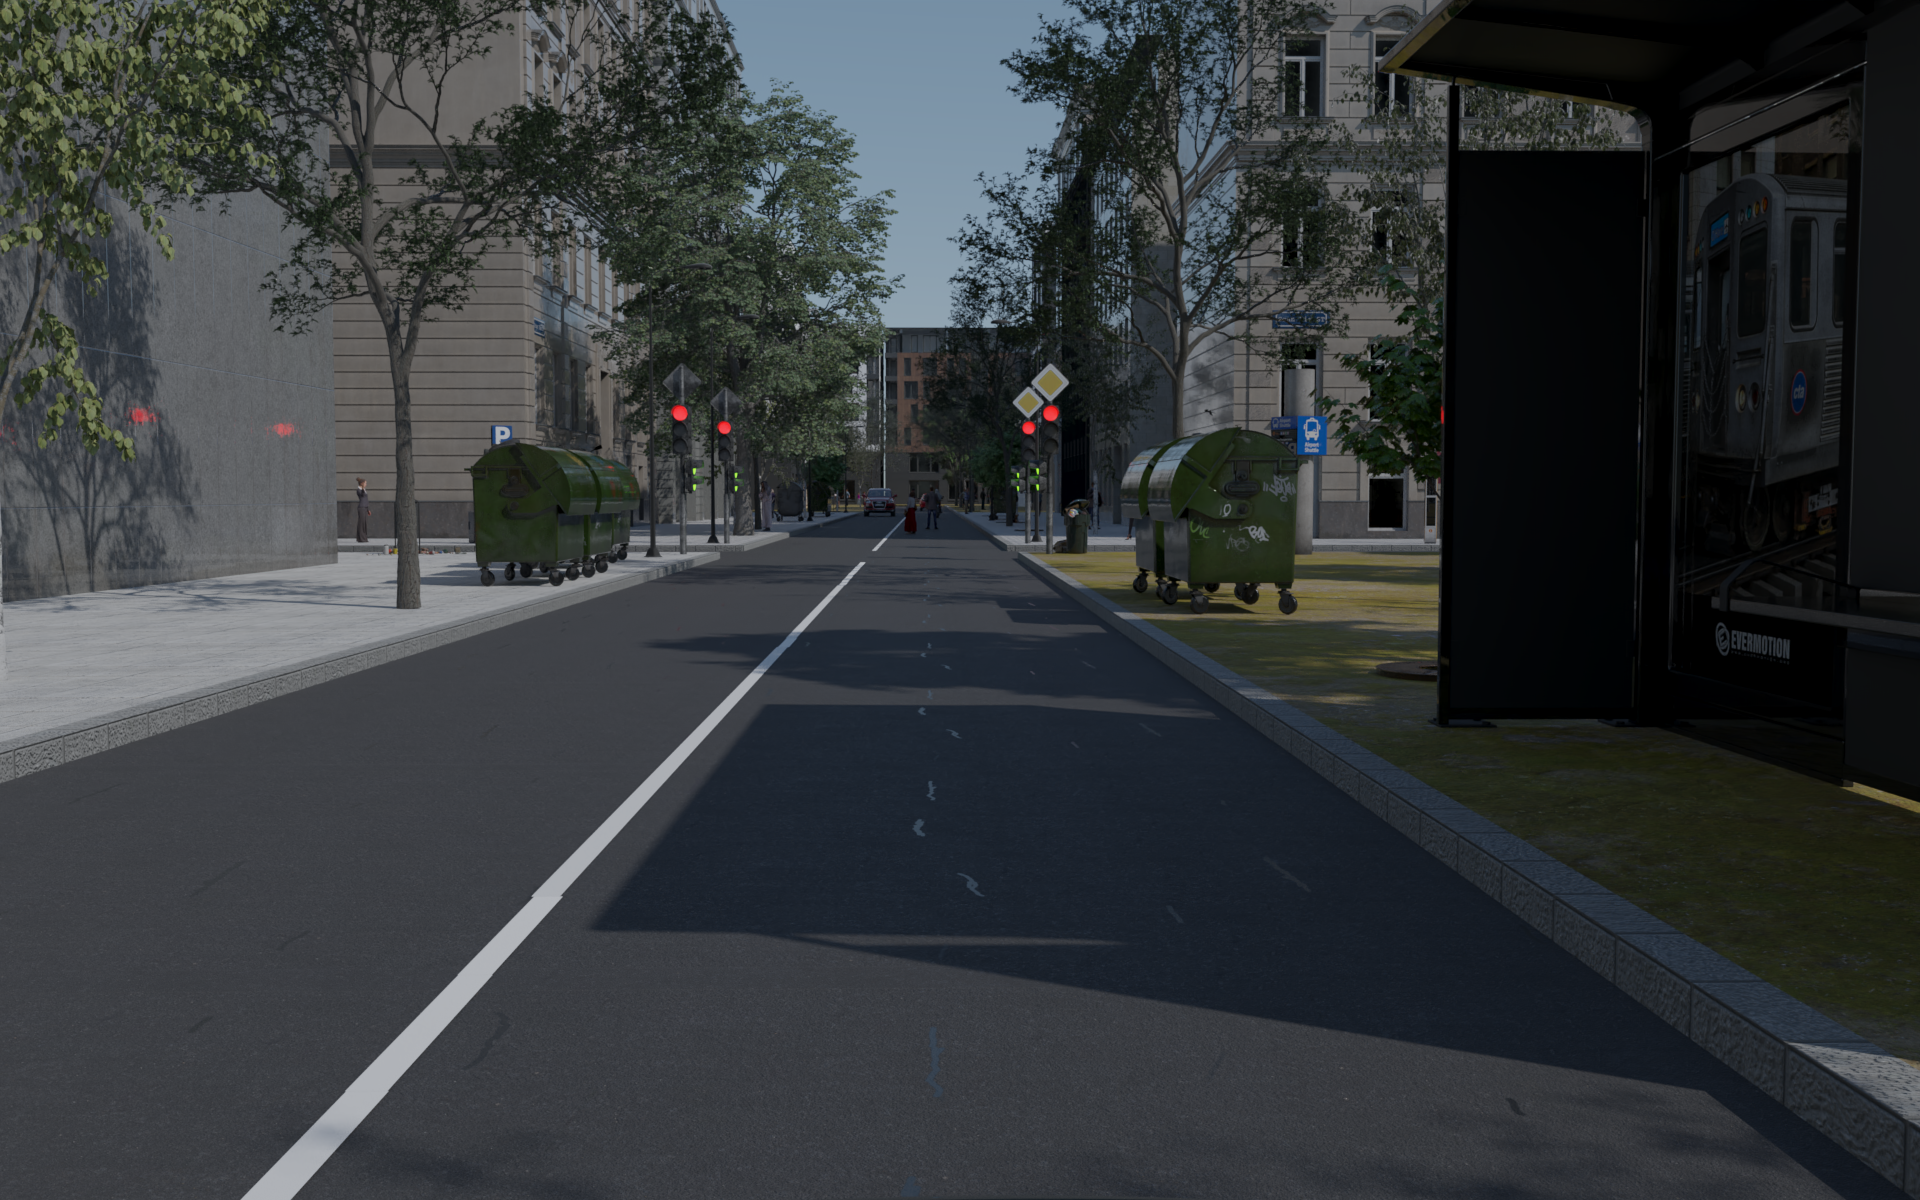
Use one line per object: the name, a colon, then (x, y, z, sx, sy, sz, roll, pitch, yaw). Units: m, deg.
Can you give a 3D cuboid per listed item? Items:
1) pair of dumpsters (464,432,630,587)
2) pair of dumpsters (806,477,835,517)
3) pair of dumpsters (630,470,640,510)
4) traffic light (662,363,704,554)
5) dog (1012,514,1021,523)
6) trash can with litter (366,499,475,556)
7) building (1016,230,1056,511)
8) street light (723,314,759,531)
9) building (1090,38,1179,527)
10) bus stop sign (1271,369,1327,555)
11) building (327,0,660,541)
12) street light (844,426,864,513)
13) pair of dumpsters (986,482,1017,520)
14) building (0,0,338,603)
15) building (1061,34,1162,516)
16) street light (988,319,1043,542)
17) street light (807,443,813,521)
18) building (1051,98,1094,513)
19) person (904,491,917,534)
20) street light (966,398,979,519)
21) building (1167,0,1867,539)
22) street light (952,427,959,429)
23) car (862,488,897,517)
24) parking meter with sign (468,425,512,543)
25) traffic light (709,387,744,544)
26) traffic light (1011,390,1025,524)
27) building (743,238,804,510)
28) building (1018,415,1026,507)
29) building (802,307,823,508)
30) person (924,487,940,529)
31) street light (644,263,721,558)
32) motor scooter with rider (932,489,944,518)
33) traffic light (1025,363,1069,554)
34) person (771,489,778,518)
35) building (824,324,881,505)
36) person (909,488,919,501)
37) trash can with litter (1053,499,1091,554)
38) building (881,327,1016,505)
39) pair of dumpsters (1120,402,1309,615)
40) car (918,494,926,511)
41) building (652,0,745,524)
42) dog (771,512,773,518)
pair of dumpsters: (-6.179, -1.436, 25.971, 1.574, 2.255, 4.436, 0, 4, -1)
pair of dumpsters: (-7.965, -5.851, 98.151, 1.574, 2.255, 4.436, 0, 4, -1)
pair of dumpsters: (-6.920, -1.773, 31.485, 1.574, 2.255, 4.436, 0, 4, -1)
traffic light: (-5.868, -2.904, 36.727, 0.839, 4.213, 0.868, 0, 4, -1)
dog: (2.412, -3.583, 76.312, 0.550, 0.427, 0.748, -1, 4, -15)
trash can with litter: (-11.400, -1.582, 36.921, 2.233, 1.210, 1.678, -1, 4, -8)
building: (19.797, -18.482, 146.156, 27.936, 21.610, 32.646, 0, 4, -1)
street light: (-5.884, -4.426, 44.911, 1.470, 5.913, 1.316, 0, 4, -1)
building: (11.675, -13.520, 75.797, 10.420, 20.320, 16.860, 0, 4, -1)
bus stop sign: (7.185, -2.920, 36.751, 0.837, 3.901, 0.837, -2, 4, -30)
building: (-18.277, -16.130, 60.997, 12.463, 27.353, 25.104, 0, 4, -1)
street light: (-7.227, -8.882, 117.769, 1.470, 5.913, 1.316, 0, 4, -1)
pair of dumpsters: (2.164, -5.206, 87.616, 1.574, 2.255, 4.436, 0, 4, -1)
building: (-21.328, -12.666, 25.106, 19.932, 24.808, 12.078, 0, 4, -1)
building: (12.157, -16.046, 92.032, 12.332, 23.373, 15.834, 0, 4, -1)
street light: (1.515, -4.506, 46.213, 1.470, 5.913, 1.316, 0, 4, -1)
street light: (-6.527, -6.654, 81.340, 1.470, 5.913, 1.316, 0, 4, -1)
building: (12.982, -19.812, 109.829, 13.634, 28.700, 20.117, 0, 4, -1)
person: (-1.772, -3.150, 62.463, 0.387, 1.526, 0.523, 3, 5, 41)
street light: (1.001, -6.773, 83.286, 1.470, 5.913, 1.316, 0, 4, -1)
building: (19.724, -15.725, 54.360, 25.104, 27.353, 12.463, 0, 4, -1)
street light: (0.159, -9.011, 119.872, 1.470, 5.913, 1.316, 0, 4, -1)
car: (-5.188, -6.328, 112.129, 2.281, 1.827, 5.304, 0, 4, -2)
parking meter with sign: (-12.176, -2.960, 44.654, 0.543, 3.016, 1.738, -3, 5, -41)
traffic light: (-6.018, -3.392, 44.711, 0.839, 4.213, 0.868, 0, 4, -1)
traffic light: (1.741, -3.402, 44.872, 0.839, 4.213, 0.868, 0, 4, -1)
building: (-27.421, -17.857, 135.944, 27.936, 21.610, 32.646, 0, 4, -1)
building: (9.978, -14.391, 177.440, 9.099, 9.664, 28.070, 0, 4, -1)
building: (-19.956, -19.965, 182.848, 11.380, 20.091, 16.016, 0, 4, -1)
person: (-1.151, -3.742, 70.505, 0.655, 1.722, 0.431, 0, 4, -1)
street light: (-5.693, -3.820, 35.005, 1.470, 5.913, 1.316, 0, 4, -1)
motor scooter with rider: (-1.325, -5.805, 103.873, 0.876, 1.779, 1.986, 0, 4, -2)
traffic light: (1.891, -2.914, 36.889, 0.839, 4.213, 0.868, 0, 4, -1)
person: (-9.876, -5.104, 91.701, 0.471, 1.553, 0.569, 0, 4, 4)
building: (-26.235, -23.120, 221.992, 32.646, 21.610, 27.936, 0, 4, -1)
person: (-2.642, -5.529, 99.343, 0.568, 1.767, 0.683, 0, 4, -8)
trash can with litter: (2.357, -1.593, 37.435, 0.624, 1.170, 1.055, -2, 4, -30)
building: (6.860, -23.184, 223.032, 32.646, 21.610, 27.936, 0, 4, -1)
pair of dumpsters: (2.919, -1.095, 20.395, 1.574, 2.255, 4.436, 0, 4, -1)
car: (-2.555, -8.512, 148.203, 2.155, 1.783, 4.494, 0, 4, -2)
building: (-18.028, -19.012, 88.336, 11.434, 29.767, 29.804, 0, 4, -1)
dog: (-10.023, -4.655, 90.495, 0.513, 0.831, 0.800, 0, 4, -8)
